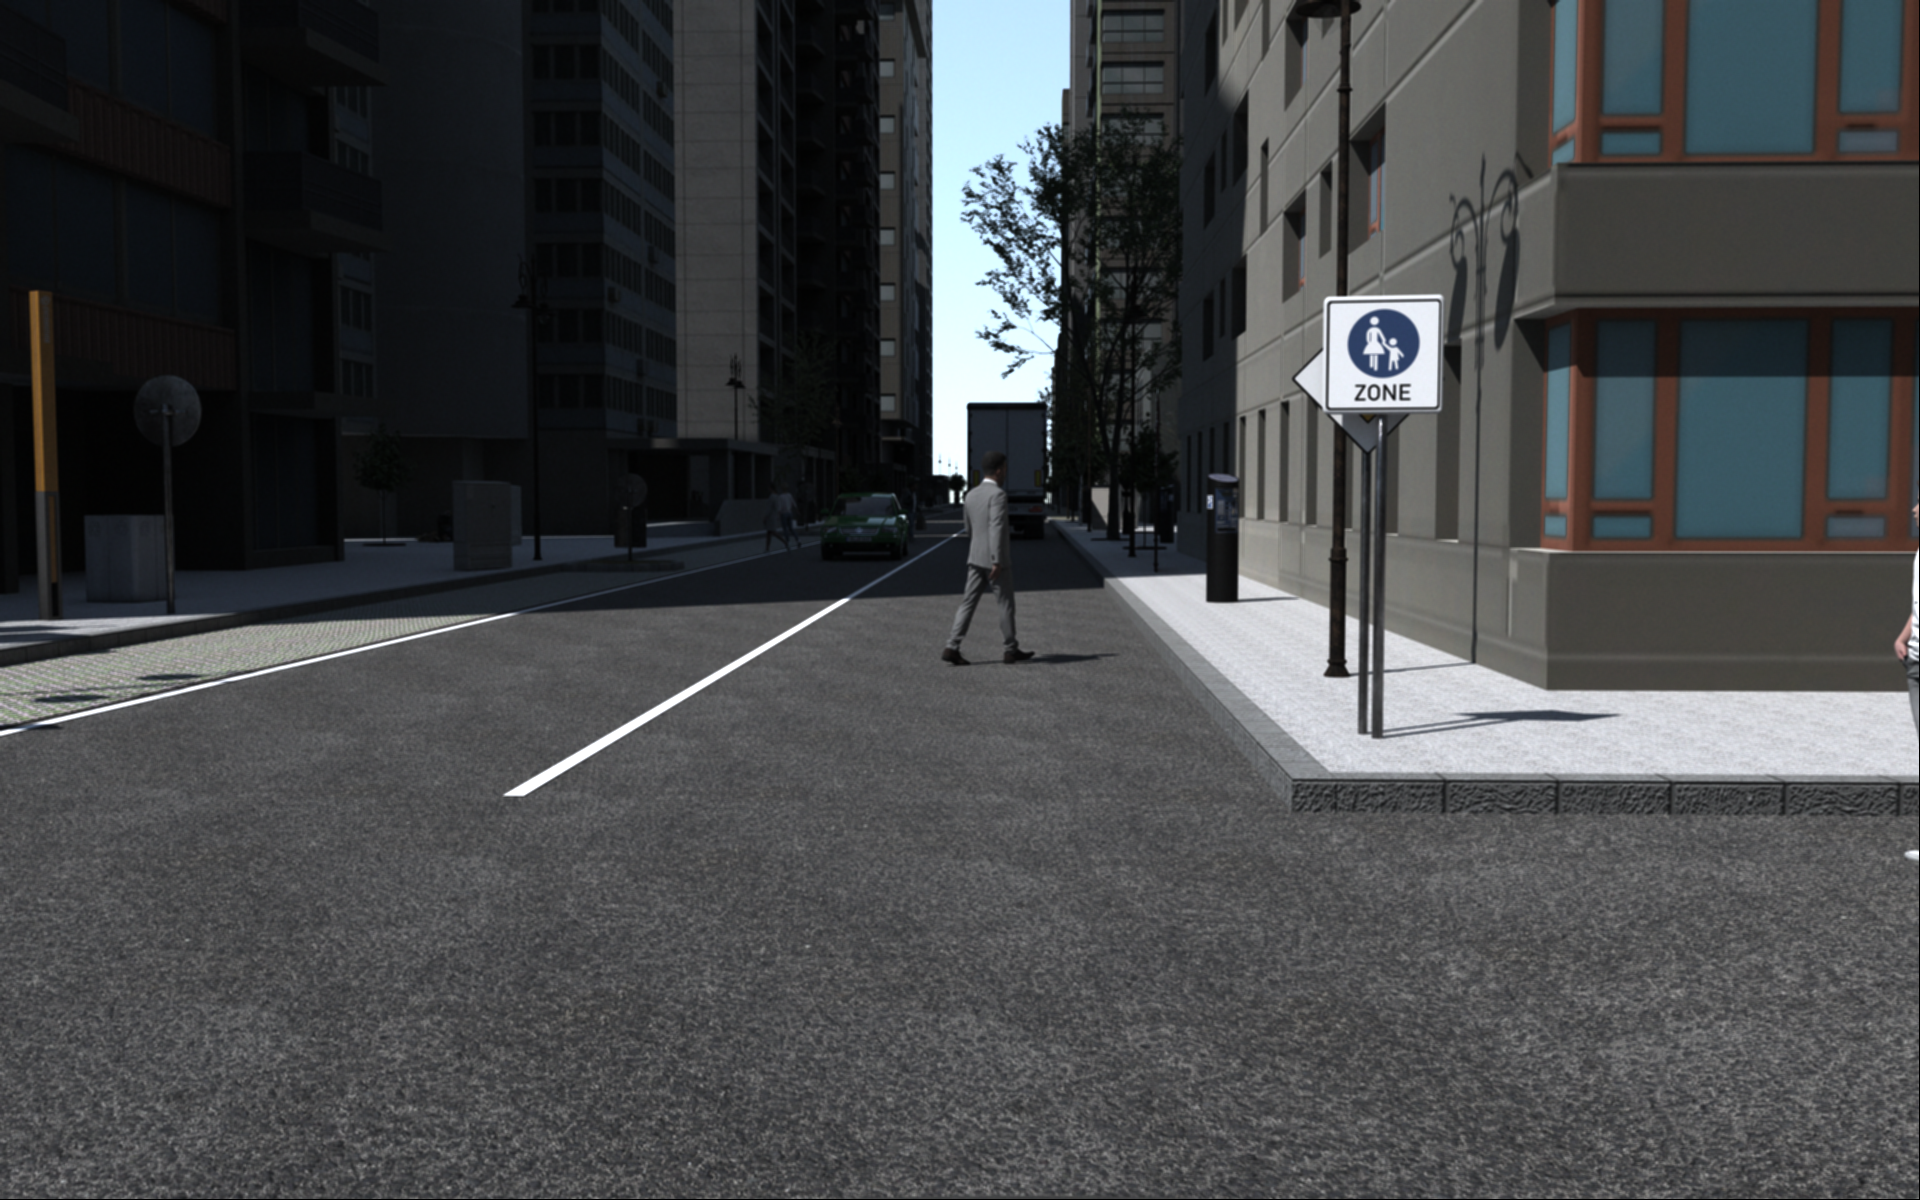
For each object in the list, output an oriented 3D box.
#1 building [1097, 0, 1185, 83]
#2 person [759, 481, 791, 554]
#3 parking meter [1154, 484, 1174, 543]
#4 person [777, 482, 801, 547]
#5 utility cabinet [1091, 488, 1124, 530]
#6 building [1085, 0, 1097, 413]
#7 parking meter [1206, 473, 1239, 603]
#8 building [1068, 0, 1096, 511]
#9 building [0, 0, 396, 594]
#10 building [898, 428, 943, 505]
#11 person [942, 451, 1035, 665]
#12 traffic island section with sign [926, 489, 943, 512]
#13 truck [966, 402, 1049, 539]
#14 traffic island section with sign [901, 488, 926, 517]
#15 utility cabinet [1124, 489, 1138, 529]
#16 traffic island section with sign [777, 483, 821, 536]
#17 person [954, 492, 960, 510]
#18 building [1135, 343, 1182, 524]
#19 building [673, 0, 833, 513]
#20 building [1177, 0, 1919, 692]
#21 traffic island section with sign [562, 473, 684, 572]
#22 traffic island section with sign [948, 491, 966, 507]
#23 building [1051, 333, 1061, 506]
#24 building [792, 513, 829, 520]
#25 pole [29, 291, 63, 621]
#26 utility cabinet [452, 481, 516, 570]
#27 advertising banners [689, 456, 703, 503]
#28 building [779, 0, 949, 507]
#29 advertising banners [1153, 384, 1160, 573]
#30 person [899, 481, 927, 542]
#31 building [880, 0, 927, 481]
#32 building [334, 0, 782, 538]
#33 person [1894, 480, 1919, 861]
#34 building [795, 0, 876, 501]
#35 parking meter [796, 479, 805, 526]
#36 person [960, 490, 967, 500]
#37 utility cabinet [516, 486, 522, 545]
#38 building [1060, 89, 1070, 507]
[{"bbox_3d":[14.258,-25.006,92.450,14.154,41.232,14.086,0,4,2],"label":"building"},{"bbox_3d":[-4.404,-1.950,41.137,0.760,1.731,0.466,-1,4,-23],"label":"person"},{"bbox_3d":[5.432,-2.264,45.431,0.372,1.533,0.369,0,3,0],"label":"parking meter"},{"bbox_3d":[-4.504,-2.275,46.362,0.598,1.740,0.731,2,4,29],"label":"person"},{"bbox_3d":[5.189,-3.226,61.417,0.318,1.500,1.173,-3,5,-41],"label":"utility cabinet"},{"bbox_3d":[19.742,-30.280,114.683,23.786,49.044,30.456,0,4,2],"label":"building"},{"bbox_3d":[3.120,-0.744,20.573,0.372,1.533,0.369,0,3,0],"label":"parking meter"},{"bbox_3d":[19.589,-36.801,143.699,21.231,58.520,28.212,0,4,2],"label":"building"},{"bbox_3d":[-21.726,-22.586,23.912,22.147,44.769,28.867,0,4,2],"label":"building"},{"bbox_3d":[-18.531,-31.643,209.238,32.217,40.220,23.993,0,4,2],"label":"building"},{"bbox_3d":[0.226,-0.353,14.552,0.850,1.792,0.678,-2,4,-35],"label":"person"},{"bbox_3d":[-2.360,-7.816,136.427,1.989,1.847,2.006,0,4,2],"label":"traffic island section with sign"},{"bbox_3d":[1.649,-4.258,58.539,2.839,4.237,11.283,0,4,2],"label":"truck"},{"bbox_3d":[-3.372,-6.169,109.491,1.989,1.847,2.006,0,4,2],"label":"traffic island section with sign"},{"bbox_3d":[5.936,-3.364,63.688,1.173,1.500,0.318,2,4,27],"label":"utility cabinet"},{"bbox_3d":[-5.248,-3.108,59.449,1.989,1.847,2.006,0,4,2],"label":"traffic island section with sign"},{"bbox_3d":[-0.313,-9.069,158.250,0.593,1.643,0.415,-2,4,-31],"label":"person"},{"bbox_3d":[19.130,-46.101,66.425,22.319,86.520,31.000,0,4,2],"label":"building"},{"bbox_3d":[-15.022,-43.158,143.892,20.563,71.187,20.611,0,4,2],"label":"building"},{"bbox_3d":[18.787,-10.940,23.904,28.899,21.520,27.650,0,4,2],"label":"building"},{"bbox_3d":[-6.258,-1.461,32.512,1.989,1.847,2.006,0,4,2],"label":"traffic island section with sign"},{"bbox_3d":[-0.265,-11.222,192.102,1.989,1.847,2.006,0,4,2],"label":"traffic island section with sign"},{"bbox_3d":[24.942,-21.696,199.768,27.650,21.520,28.899,0,4,2],"label":"building"},{"bbox_3d":[-17.600,-40.121,94.223,20.563,71.187,20.611,0,4,2],"label":"building"},{"bbox_3d":[-9.252,-1.449,17.529,0.158,3.312,0.155,0,3,0],"label":"pole"},{"bbox_3d":[-8.080,-1.265,29.355,0.318,1.500,1.173,1,4,23],"label":"utility cabinet"},{"bbox_3d":[-11.713,-4.900,76.310,0.090,3.025,2.074,1,4,11],"label":"advertising banners"},{"bbox_3d":[-11.872,-48.451,230.423,20.563,71.187,20.611,0,4,2],"label":"building"},{"bbox_3d":[3.248,-1.984,28.618,0.090,3.025,2.074,0,4,6],"label":"advertising banners"},{"bbox_3d":[-1.388,-2.620,51.321,0.794,1.824,0.713,-3,5,-41],"label":"person"},{"bbox_3d":[-18.426,-36.306,182.844,28.713,52.752,27.495,0,4,2],"label":"building"},{"bbox_3d":[-23.062,-22.423,58.491,32.217,40.220,23.993,0,4,2],"label":"building"},{"bbox_3d":[3.821,0.273,6.641,0.523,1.515,0.503,-2,4,-34],"label":"person"},{"bbox_3d":[-17.558,-28.468,120.083,22.147,44.769,28.867,0,4,2],"label":"building"},{"bbox_3d":[-6.357,-3.876,69.077,0.255,1.863,0.399,-1,4,-21],"label":"parking meter"},{"bbox_3d":[0.611,-8.094,140.858,1.348,1.821,0.705,-1,4,-10],"label":"person"},{"bbox_3d":[-11.300,-2.087,42.802,0.318,1.500,1.173,1,4,21],"label":"utility cabinet"},{"bbox_3d":[17.354,-30.238,177.983,14.154,41.232,14.086,0,4,2],"label":"building"}]
